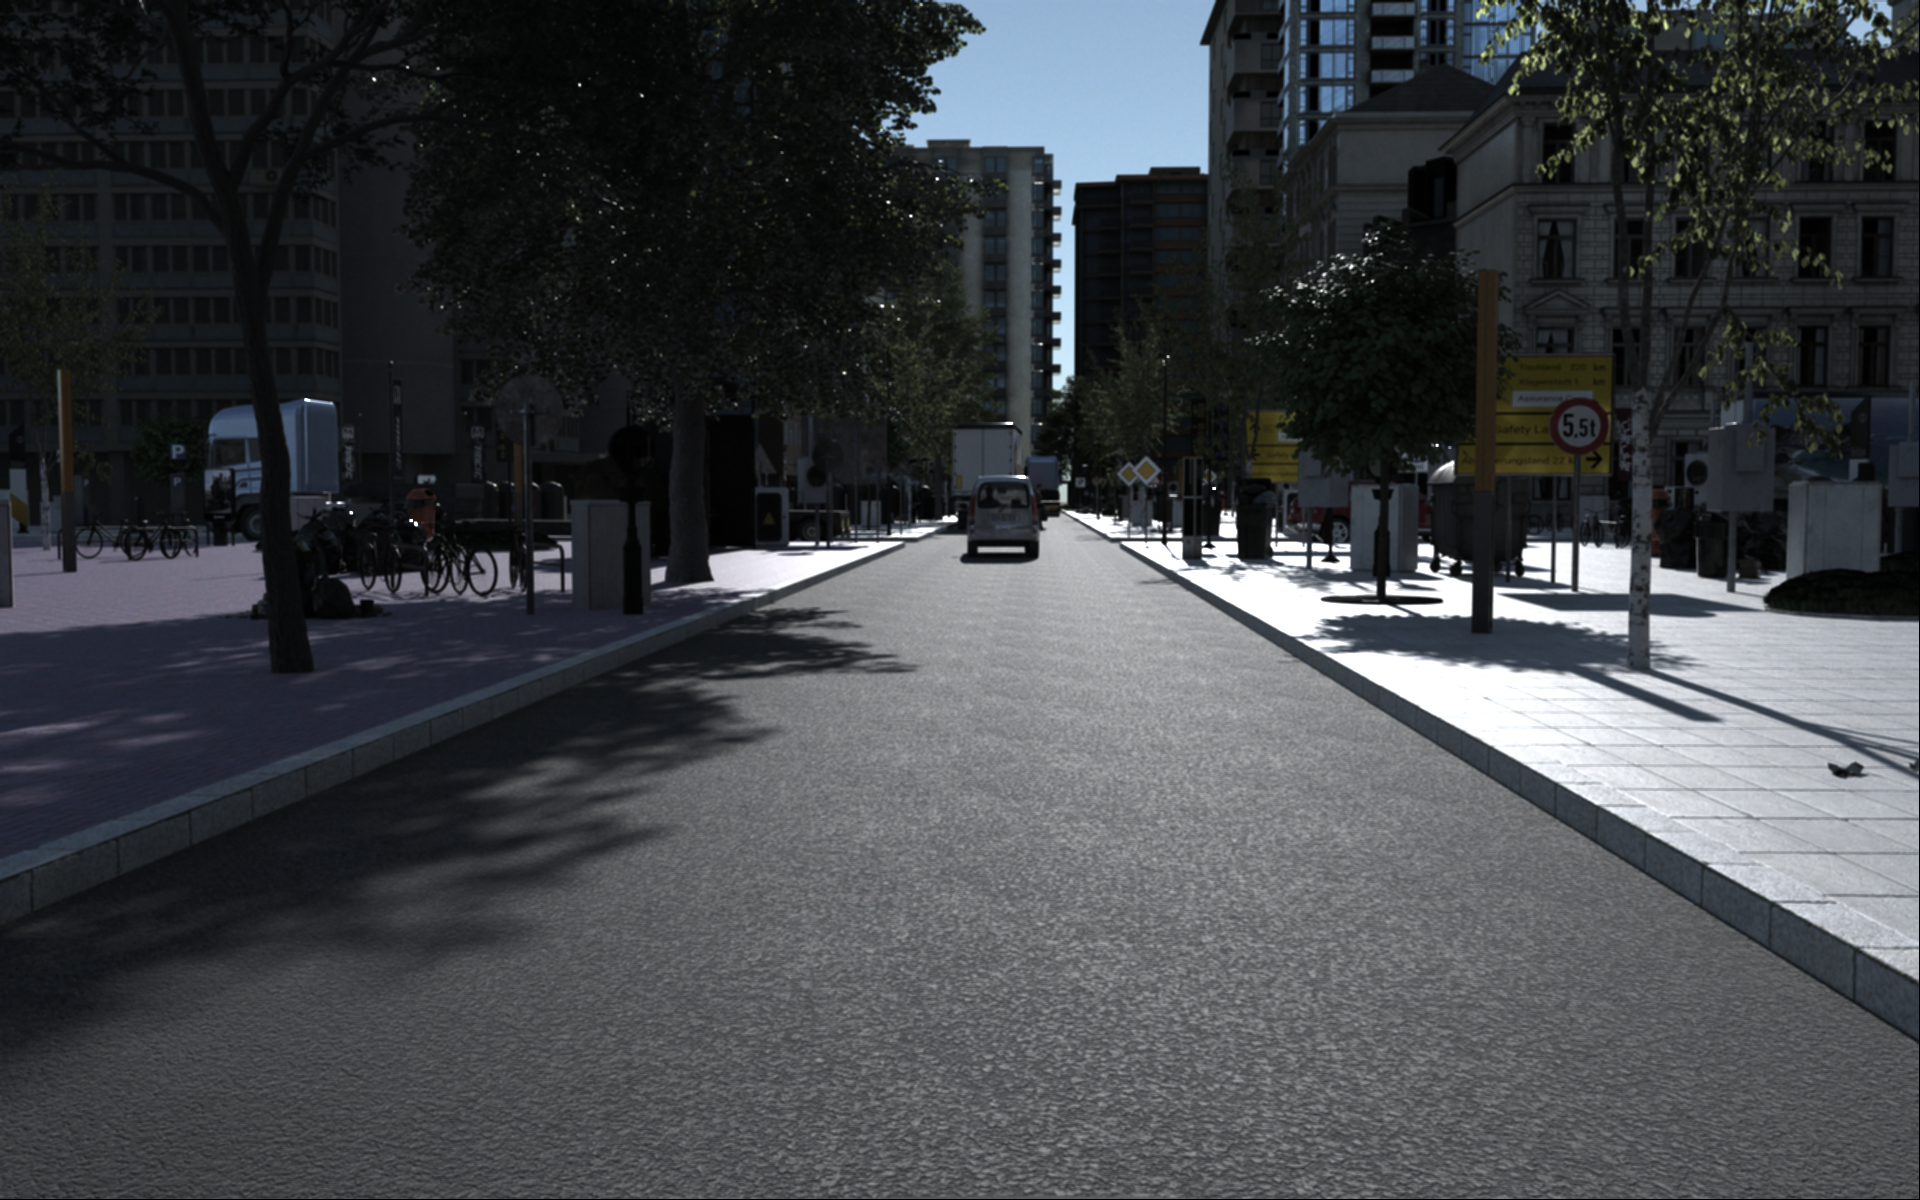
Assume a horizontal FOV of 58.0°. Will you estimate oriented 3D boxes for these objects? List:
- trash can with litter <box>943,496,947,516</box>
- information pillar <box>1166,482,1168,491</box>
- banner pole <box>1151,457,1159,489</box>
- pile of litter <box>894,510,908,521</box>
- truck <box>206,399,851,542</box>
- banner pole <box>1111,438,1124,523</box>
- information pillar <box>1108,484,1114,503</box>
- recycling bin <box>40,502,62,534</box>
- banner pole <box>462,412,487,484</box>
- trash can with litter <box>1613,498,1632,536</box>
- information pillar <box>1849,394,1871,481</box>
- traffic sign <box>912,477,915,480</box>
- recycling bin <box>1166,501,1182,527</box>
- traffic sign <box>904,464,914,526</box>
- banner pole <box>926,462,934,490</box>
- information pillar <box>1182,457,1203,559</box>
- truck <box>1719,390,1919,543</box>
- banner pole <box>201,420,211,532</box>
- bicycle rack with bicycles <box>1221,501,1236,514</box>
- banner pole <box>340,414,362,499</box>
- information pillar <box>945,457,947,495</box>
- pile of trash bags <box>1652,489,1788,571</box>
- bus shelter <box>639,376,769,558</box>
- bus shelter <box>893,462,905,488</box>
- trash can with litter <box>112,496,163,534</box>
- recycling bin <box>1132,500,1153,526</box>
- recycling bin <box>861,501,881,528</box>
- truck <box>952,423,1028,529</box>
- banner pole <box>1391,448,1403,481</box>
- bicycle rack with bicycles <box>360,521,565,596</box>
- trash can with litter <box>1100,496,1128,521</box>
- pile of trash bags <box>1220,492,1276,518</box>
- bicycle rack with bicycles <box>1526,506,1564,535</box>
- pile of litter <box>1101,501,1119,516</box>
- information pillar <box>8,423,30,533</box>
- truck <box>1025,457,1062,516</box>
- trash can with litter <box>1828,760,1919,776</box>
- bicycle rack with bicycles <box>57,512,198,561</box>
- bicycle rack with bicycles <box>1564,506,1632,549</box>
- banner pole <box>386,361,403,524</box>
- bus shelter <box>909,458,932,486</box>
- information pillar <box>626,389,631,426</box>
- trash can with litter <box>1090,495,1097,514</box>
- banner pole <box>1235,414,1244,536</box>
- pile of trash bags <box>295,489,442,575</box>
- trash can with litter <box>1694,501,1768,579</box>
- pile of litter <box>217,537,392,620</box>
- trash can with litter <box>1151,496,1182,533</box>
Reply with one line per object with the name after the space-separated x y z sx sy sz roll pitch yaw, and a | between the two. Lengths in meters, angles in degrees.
-1.302 -5.301 98.066 1.055 1.170 0.624 -1 4 -10 | trash can with litter
12.423 -6.141 104.900 0.304 2.012 0.304 0 4 -7 | information pillar
12.692 -7.487 112.435 0.863 3.779 0.401 -2 4 -32 | banner pole
-2.694 -4.159 81.964 1.176 0.858 1.719 1 4 18 | pile of litter
-12.594 -3.652 49.462 18.799 4.110 2.967 0 4 3 | truck
6.983 -5.286 76.437 0.401 3.779 0.863 3 4 38 | banner pole
10.929 -7.390 125.314 0.304 2.012 0.304 -2 4 -35 | information pillar
-29.499 -2.683 56.419 0.722 1.027 0.722 -1 4 -20 | recycling bin
-14.953 -3.864 53.193 0.863 3.779 0.401 0 4 -5 | banner pole
20.455 -2.525 52.670 1.055 1.170 0.624 -1 4 -22 | trash can with litter
21.216 -3.027 40.850 0.183 3.616 0.504 -1 4 -22 | information pillar
-2.681 -5.515 90.175 0.884 2.594 0.081 0 4 7 | traffic sign
8.296 -3.327 66.955 0.722 1.027 0.722 0 4 -7 | recycling bin
-2.241 -4.311 70.598 0.768 2.556 0.104 0 4 4 | traffic sign
-2.154 -8.095 122.367 0.863 3.779 0.401 3 5 39 | banner pole
4.598 -1.821 34.257 0.304 2.012 0.304 3 4 37 | information pillar
27.022 -3.590 47.608 11.283 4.237 2.839 0 4 4 | truck
-25.488 -4.218 58.988 0.401 3.779 0.863 1 4 22 | banner pole
17.900 -5.789 108.031 2.852 0.926 2.925 -1 4 -19 | bicycle rack with bicycles
-18.968 -3.924 54.169 0.401 3.779 0.863 3 5 39 | banner pole
-0.900 -7.236 109.662 0.183 3.616 0.504 0 4 3 | information pillar
13.017 -1.262 30.382 1.912 1.369 3.447 -1 4 -13 | pile of trash bags
-5.442 -2.838 37.676 1.731 3.624 6.357 0 4 2 | bus shelter
-4.263 -6.424 96.314 1.731 3.624 6.357 0 4 3 | bus shelter
-26.922 -2.778 56.483 1.678 1.210 2.233 -1 4 -16 | trash can with litter
7.424 -3.544 70.492 0.722 1.027 0.722 1 4 18 | recycling bin
-3.398 -3.264 65.923 0.722 1.027 0.722 0 4 -8 | recycling bin
1.328 -5.217 74.219 2.839 4.237 11.283 0 4 4 | truck
9.734 -2.993 38.959 0.401 3.779 0.863 -1 4 -21 | banner pole
-6.453 -0.575 22.787 2.852 0.926 2.925 -2 4 -30 | bicycle rack with bicycles
7.752 -4.357 82.294 1.678 1.210 2.233 1 4 12 | trash can with litter
15.378 -5.070 92.654 3.447 1.369 1.912 1 4 19 | pile of trash bags
17.396 -2.578 55.527 2.852 0.926 2.925 -3 5 -43 | bicycle rack with bicycles
8.938 -5.285 100.367 1.719 0.858 1.176 -1 4 -13 | pile of litter
-30.839 -3.998 56.729 0.504 3.616 0.183 -3 5 -41 | information pillar
5.599 -7.903 118.979 2.967 4.110 18.799 0 4 3 | truck
4.973 0.226 7.355 2.233 1.210 1.678 3 5 43 | trash can with litter
-16.459 -1.308 34.768 2.852 0.926 2.925 1 4 20 | bicycle rack with bicycles
16.272 -1.710 41.335 2.852 0.926 2.925 0 4 8 | bicycle rack with bicycles
-10.745 -2.628 32.982 0.401 3.779 0.863 0 4 2 | banner pole
-2.911 -7.554 114.784 1.731 3.624 6.357 0 4 3 | bus shelter
-7.364 -2.886 38.547 0.183 3.616 0.504 -1 4 -10 | information pillar
8.802 -6.010 109.316 1.678 1.210 2.233 1 4 11 | trash can with litter
8.529 -3.814 52.369 0.401 3.779 0.863 1 4 9 | banner pole
-9.677 -1.172 28.908 1.912 1.369 3.447 1 4 10 | pile of trash bags
11.848 -0.931 26.610 1.055 1.170 0.624 2 4 32 | trash can with litter
-6.876 -0.257 18.165 1.719 0.858 1.176 1 4 16 | pile of litter
7.292 -2.881 58.166 2.233 1.210 1.678 -1 4 -21 | trash can with litter
